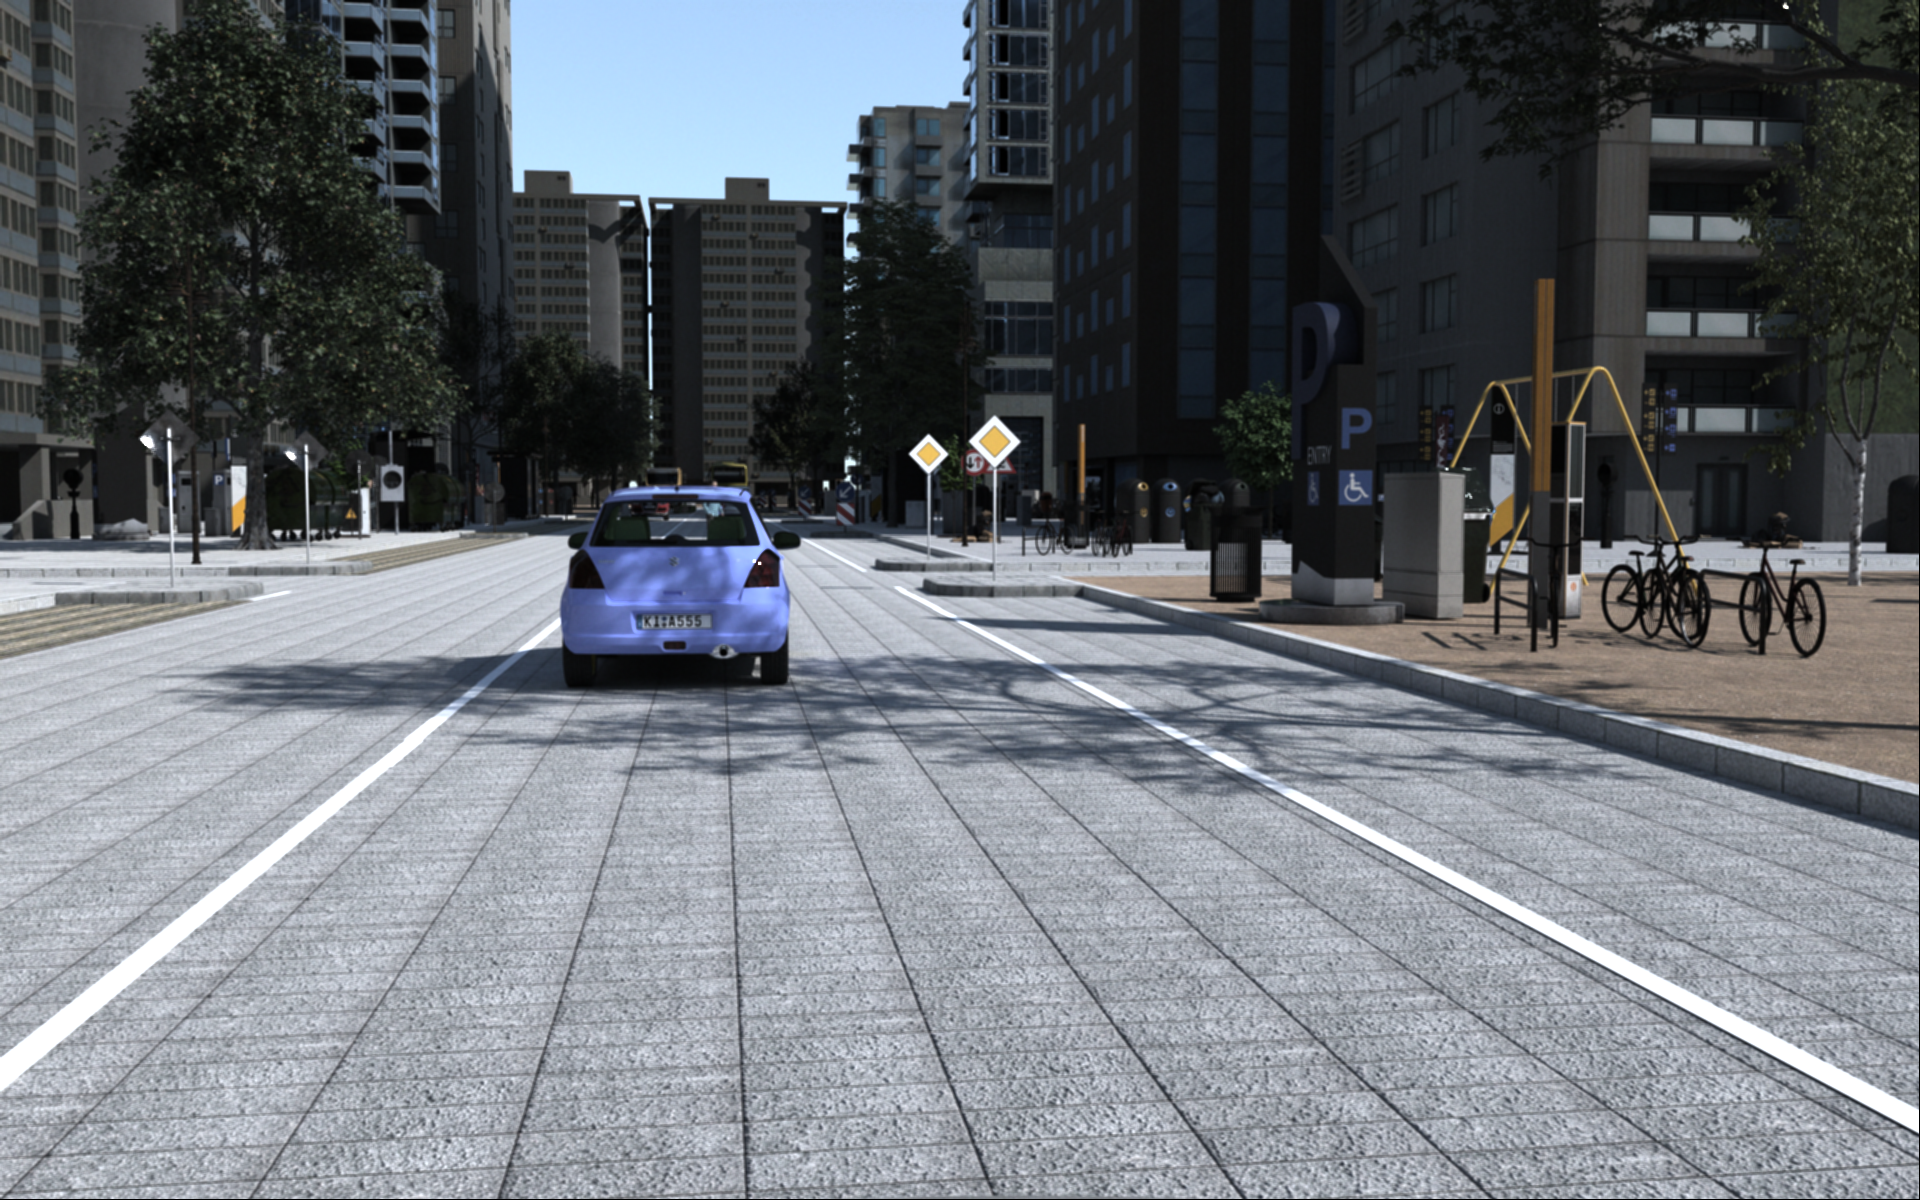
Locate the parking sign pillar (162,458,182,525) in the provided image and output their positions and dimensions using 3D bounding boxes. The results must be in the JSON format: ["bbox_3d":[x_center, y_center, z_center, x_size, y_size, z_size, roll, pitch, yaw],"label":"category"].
[{"bbox_3d":[-32.796,-5.116,72.117,1.447,3.967,1.447,-3,4,-38],"label":"parking sign pillar"}]

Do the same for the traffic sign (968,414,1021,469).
[{"bbox_3d":[0.527,-1.418,25.373,0.795,2.593,0.064,0,4,-8],"label":"traffic sign"}]

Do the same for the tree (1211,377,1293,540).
[{"bbox_3d":[8.687,-3.980,48.791,4.285,4.588,4.351,0,3,0],"label":"tree"}]

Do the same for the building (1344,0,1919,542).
[{"bbox_3d":[20.189,-22.491,51.329,14.086,41.232,14.154,0,4,-8],"label":"building"}]

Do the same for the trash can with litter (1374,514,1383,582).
[{"bbox_3d":[6.196,-0.856,25.378,1.055,1.170,0.624,2,4,25],"label":"trash can with litter"}]

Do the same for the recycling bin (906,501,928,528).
[{"bbox_3d":[-1.613,-3.213,65.094,0.722,1.027,0.722,1,4,14],"label":"recycling bin"}]

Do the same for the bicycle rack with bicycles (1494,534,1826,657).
[{"bbox_3d":[5.813,-0.096,14.953,2.852,0.926,2.925,1,4,9],"label":"bicycle rack with bicycles"}]

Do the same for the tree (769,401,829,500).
[{"bbox_3d":[-11.539,-10.756,126.224,4.737,8.622,4.395,0,3,0],"label":"tree"}]

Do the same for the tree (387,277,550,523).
[{"bbox_3d":[-21.511,-8.615,75.261,7.601,10.594,8.767,-1,4,-19],"label":"tree"}]

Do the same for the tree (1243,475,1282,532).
[{"bbox_3d":[10.370,-3.921,58.718,1.663,3.219,1.824,0,3,0],"label":"tree"}]

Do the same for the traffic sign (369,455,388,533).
[{"bbox_3d":[-19.056,-3.456,56.607,0.768,2.556,0.104,0,4,-7],"label":"traffic sign"}]

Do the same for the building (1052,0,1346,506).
[{"bbox_3d":[12.212,-25.322,97.614,14.154,41.232,14.086,0,4,-8],"label":"building"}]

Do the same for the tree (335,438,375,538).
[{"bbox_3d":[-18.150,-3.463,51.220,1.663,3.219,1.824,0,3,0],"label":"tree"}]

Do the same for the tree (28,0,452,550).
[{"bbox_3d":[-16.111,-7.497,39.584,9.611,12.733,9.660,0,3,0],"label":"tree"}]

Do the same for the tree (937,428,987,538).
[{"bbox_3d":[-0.236,-3.458,51.147,1.663,3.219,1.824,0,3,0],"label":"tree"}]

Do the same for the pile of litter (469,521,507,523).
[{"bbox_3d":[-21.391,-3.941,78.405,1.719,0.858,1.176,-1,4,-11],"label":"pile of litter"}]

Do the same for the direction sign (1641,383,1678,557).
[{"bbox_3d":[14.287,-2.657,35.444,0.876,3.537,0.379,-1,4,-20],"label":"direction sign"}]

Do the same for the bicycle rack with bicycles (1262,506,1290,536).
[{"bbox_3d":[9.625,-2.471,53.790,2.925,0.926,2.852,3,5,43],"label":"bicycle rack with bicycles"}]

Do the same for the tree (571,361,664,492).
[{"bbox_3d":[-33.261,-15.900,166.618,9.857,13.997,8.962,0,3,0],"label":"tree"}]

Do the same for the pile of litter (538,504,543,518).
[{"bbox_3d":[-23.393,-4.933,94.623,1.176,0.858,1.719,-1,4,-13],"label":"pile of litter"}]

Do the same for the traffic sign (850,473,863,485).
[{"bbox_3d":[-6.134,-6.292,102.981,0.768,2.556,0.104,0,4,-8],"label":"traffic sign"}]

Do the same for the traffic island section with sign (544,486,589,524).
[{"bbox_3d":[-18.894,-4.567,83.294,1.989,1.847,2.006,0,4,-8],"label":"traffic island section with sign"}]

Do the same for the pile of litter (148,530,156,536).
[{"bbox_3d":[-25.527,-2.380,52.878,1.719,0.858,1.176,-1,4,-10],"label":"pile of litter"}]

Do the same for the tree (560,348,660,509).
[{"bbox_3d":[-30.354,-14.323,144.553,12.009,13.543,11.850,0,3,0],"label":"tree"}]

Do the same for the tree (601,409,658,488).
[{"bbox_3d":[-35.244,-15.142,181.991,7.601,10.594,8.767,-1,4,-12],"label":"tree"}]

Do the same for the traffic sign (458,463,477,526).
[{"bbox_3d":[-20.068,-4.311,70.599,0.768,2.556,0.104,0,4,-3],"label":"traffic sign"}]

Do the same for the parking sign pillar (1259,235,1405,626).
[{"bbox_3d":[3.764,-1.773,17.465,1.447,3.967,1.447,0,4,-8],"label":"parking sign pillar"}]

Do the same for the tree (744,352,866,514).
[{"bbox_3d":[-9.545,-10.988,114.069,7.601,10.594,8.767,3,4,38],"label":"tree"}]

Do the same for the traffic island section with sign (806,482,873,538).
[{"bbox_3d":[-3.982,-3.003,57.727,1.989,1.847,2.006,0,4,-8],"label":"traffic island section with sign"}]

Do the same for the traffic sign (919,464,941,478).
[{"bbox_3d":[-0.964,-3.594,58.497,0.795,2.593,0.064,0,4,-2],"label":"traffic sign"}]

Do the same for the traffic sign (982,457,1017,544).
[{"bbox_3d":[1.018,-2.732,44.666,0.884,2.594,0.081,0,4,0],"label":"traffic sign"}]

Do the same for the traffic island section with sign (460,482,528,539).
[{"bbox_3d":[-15.085,-2.909,56.186,1.989,1.847,2.006,0,4,-8],"label":"traffic island section with sign"}]

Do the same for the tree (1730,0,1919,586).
[{"bbox_3d":[12.663,-4.516,24.194,4.737,8.622,4.395,0,3,0],"label":"tree"}]

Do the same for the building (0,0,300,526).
[{"bbox_3d":[-47.785,-24.137,86.517,32.217,40.220,23.993,0,4,-8],"label":"building"}]

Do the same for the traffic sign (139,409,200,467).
[{"bbox_3d":[-10.859,-1.322,23.803,0.795,2.593,0.064,0,4,-8],"label":"traffic sign"}]

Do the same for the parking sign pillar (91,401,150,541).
[{"bbox_3d":[-23.355,-3.647,48.094,1.447,3.967,1.447,3,5,44],"label":"parking sign pillar"}]

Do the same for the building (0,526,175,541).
[{"bbox_3d":[-42.850,-21.975,51.173,32.217,40.220,23.993,0,4,-8],"label":"building"}]

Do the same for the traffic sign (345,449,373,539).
[{"bbox_3d":[-16.982,-2.988,48.952,0.768,2.556,0.104,0,4,-3],"label":"traffic sign"}]

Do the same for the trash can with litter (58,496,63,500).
[{"bbox_3d":[-36.448,-3.641,70.584,2.233,1.210,1.678,-1,4,-12],"label":"trash can with litter"}]

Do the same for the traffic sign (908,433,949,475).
[{"bbox_3d":[-0.581,-1.902,33.281,0.795,2.593,0.064,0,4,-8],"label":"traffic sign"}]

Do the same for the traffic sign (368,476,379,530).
[{"bbox_3d":[-20.697,-3.734,61.160,0.768,2.556,0.104,0,3,0],"label":"traffic sign"}]

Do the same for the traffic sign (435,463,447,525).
[{"bbox_3d":[-21.039,-4.278,70.058,0.768,2.556,0.104,0,4,-4],"label":"traffic sign"}]

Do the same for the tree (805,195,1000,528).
[{"bbox_3d":[-2.202,-9.066,66.348,7.486,12.596,7.792,0,3,0],"label":"tree"}]

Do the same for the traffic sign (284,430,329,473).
[{"bbox_3d":[-11.967,-1.806,31.711,0.795,2.593,0.064,0,4,-8],"label":"traffic sign"}]

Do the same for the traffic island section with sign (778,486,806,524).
[{"bbox_3d":[-7.718,-4.636,84.423,1.989,1.847,2.006,0,4,-8],"label":"traffic island section with sign"}]

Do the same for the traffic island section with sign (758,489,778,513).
[{"bbox_3d":[-14.685,-7.677,134.140,1.989,1.847,2.006,0,4,-8],"label":"traffic island section with sign"}]

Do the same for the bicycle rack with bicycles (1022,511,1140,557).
[{"bbox_3d":[2.666,-1.412,36.463,2.852,0.926,2.925,2,4,25],"label":"bicycle rack with bicycles"}]

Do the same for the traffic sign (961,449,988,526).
[{"bbox_3d":[0.400,-2.980,48.824,0.768,2.556,0.104,0,4,-1],"label":"traffic sign"}]

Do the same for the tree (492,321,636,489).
[{"bbox_3d":[-26.921,-12.129,115.324,9.611,12.733,9.660,0,3,0],"label":"tree"}]

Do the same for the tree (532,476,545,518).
[{"bbox_3d":[-23.033,-5.961,92.062,1.663,3.219,1.824,0,3,0],"label":"tree"}]

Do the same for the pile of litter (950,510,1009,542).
[{"bbox_3d":[0.544,-1.979,46.320,1.719,0.858,1.176,3,5,44],"label":"pile of litter"}]

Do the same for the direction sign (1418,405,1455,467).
[{"bbox_3d":[12.138,-3.193,44.209,0.876,3.537,0.379,1,4,14],"label":"direction sign"}]

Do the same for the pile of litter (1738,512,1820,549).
[{"bbox_3d":[19.358,-1.648,40.910,1.719,0.858,1.176,3,4,38],"label":"pile of litter"}]

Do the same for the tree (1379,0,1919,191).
[{"bbox_3d":[5.762,-4.574,9.198,8.767,10.594,7.601,-2,4,-24],"label":"tree"}]
